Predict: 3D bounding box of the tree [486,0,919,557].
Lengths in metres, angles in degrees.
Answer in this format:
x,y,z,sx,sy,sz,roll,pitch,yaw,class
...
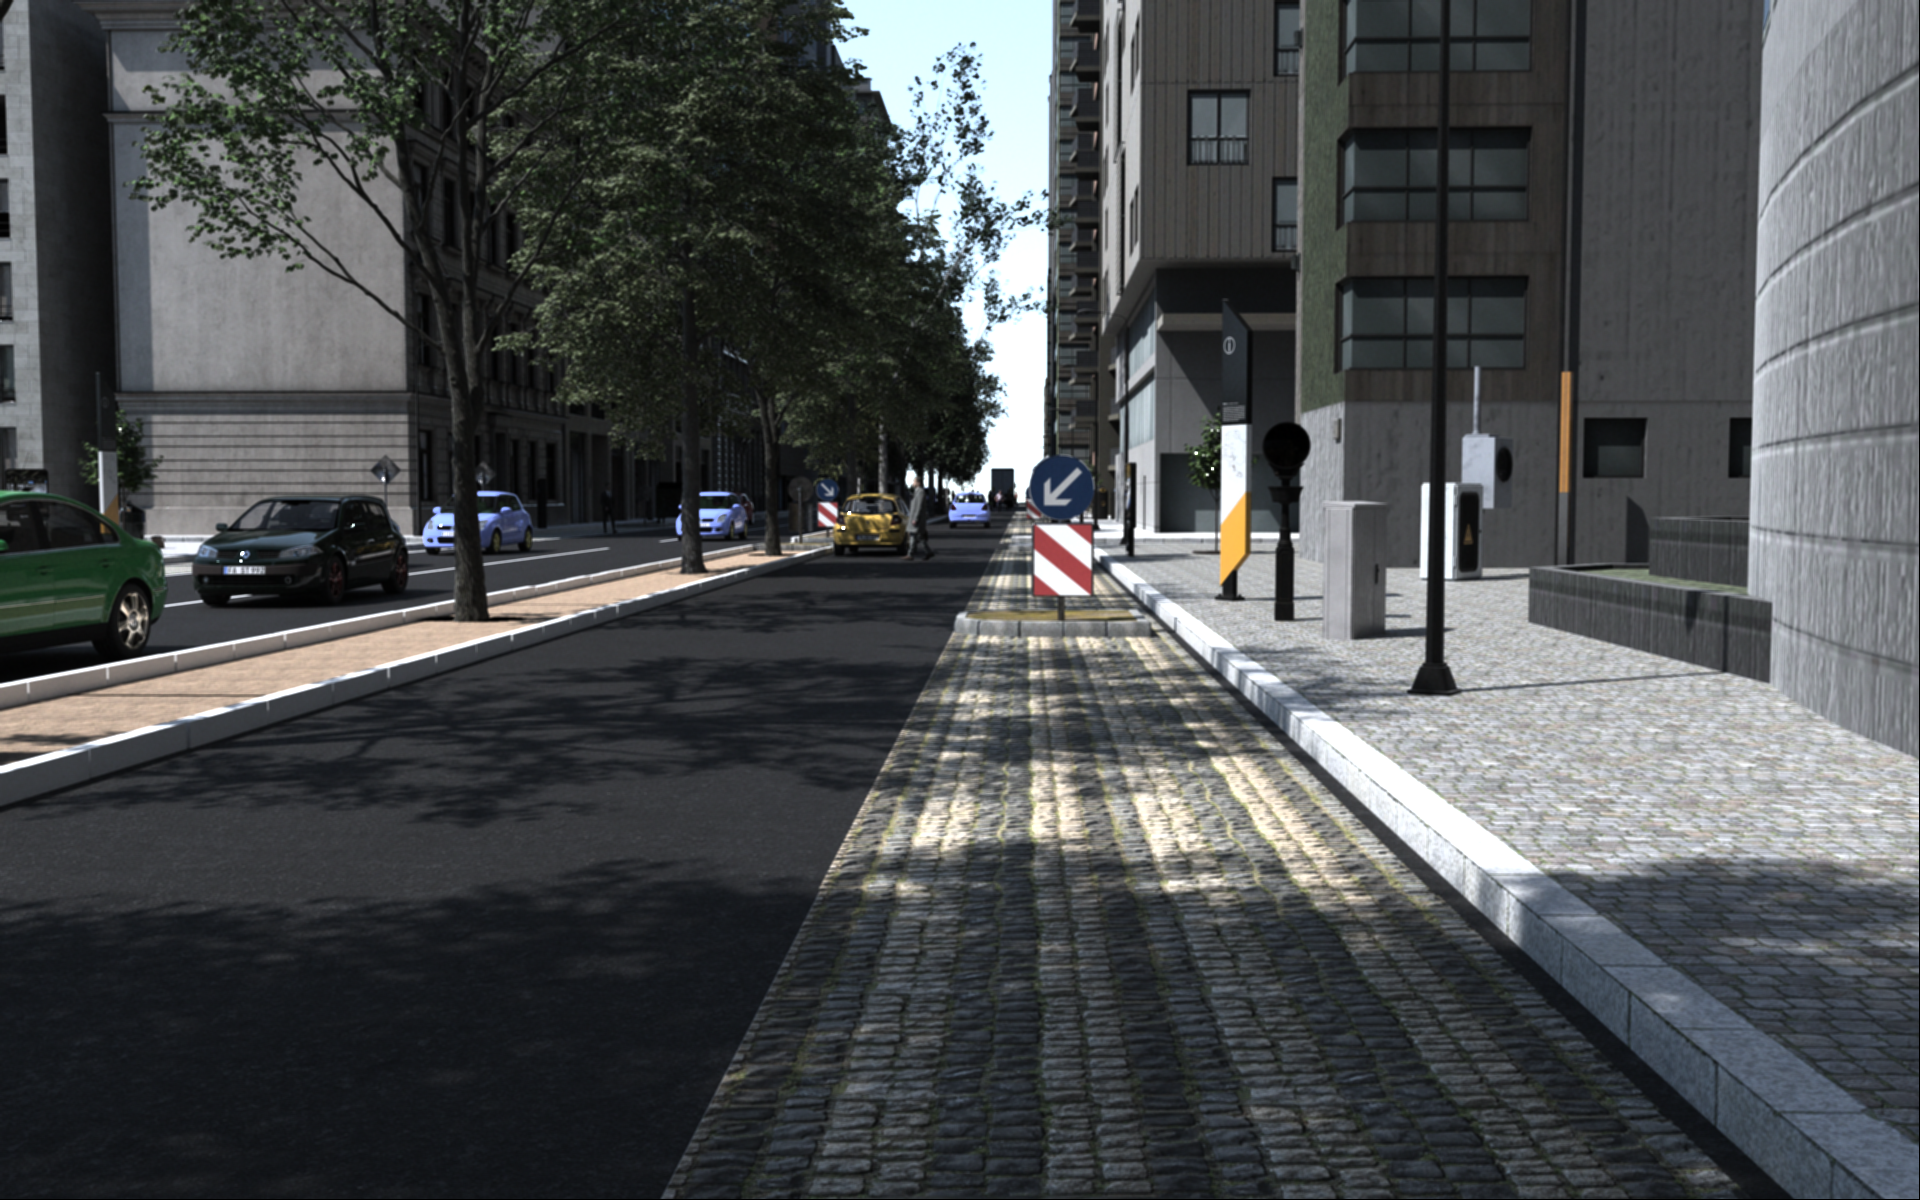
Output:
x,y,z,sx,sy,sz,roll,pitch,yaw,class
-4.419,-6.821,39.740,9.928,11.665,9.643,0,3,0,tree

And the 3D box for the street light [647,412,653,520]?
x,y,z,sx,sy,sz,roll,pitch,yaw,class
-14.642,-6.859,84.689,1.470,5.913,1.316,0,4,2,street light

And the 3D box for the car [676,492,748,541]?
x,y,z,sx,sy,sz,roll,pitch,yaw,class
-7.720,-2.717,54.011,1.945,1.707,3.694,0,4,3,car

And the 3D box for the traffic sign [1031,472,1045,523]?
x,y,z,sx,sy,sz,roll,pitch,yaw,class
2.507,-2.943,51.755,0.795,2.450,0.064,0,4,2,traffic sign

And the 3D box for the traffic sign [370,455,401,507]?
x,y,z,sx,sy,sz,roll,pitch,yaw,class
-14.725,-2.495,44.429,0.795,2.450,0.064,0,4,2,traffic sign

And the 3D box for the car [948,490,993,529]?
x,y,z,sx,sy,sz,roll,pitch,yaw,class
0.431,-3.900,73.362,1.945,1.707,3.694,0,4,2,car

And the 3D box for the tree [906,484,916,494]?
x,y,z,sx,sy,sz,roll,pitch,yaw,class
-8.891,-17.922,287.624,1.663,3.219,1.824,0,3,0,tree

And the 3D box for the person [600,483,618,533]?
x,y,z,sx,sy,sz,roll,pitch,yaw,class
-12.792,-3.361,63.229,0.659,1.850,0.755,-3,4,-38,person

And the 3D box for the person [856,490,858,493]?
x,y,z,sx,sy,sz,roll,pitch,yaw,class
-7.641,-7.361,129.558,1.217,1.736,0.721,0,4,-7,person

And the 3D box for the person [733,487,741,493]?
x,y,z,sx,sy,sz,roll,pitch,yaw,class
-12.648,-5.478,98.042,0.580,1.828,0.573,1,4,17,person

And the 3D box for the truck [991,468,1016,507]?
x,y,z,sx,sy,sz,roll,pitch,yaw,class
4.798,-12.474,192.864,2.839,4.237,11.283,0,4,2,truck

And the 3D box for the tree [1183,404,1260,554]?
x,y,z,sx,sy,sz,roll,pitch,yaw,class
5.658,-2.610,37.279,1.663,3.219,1.824,0,3,0,tree

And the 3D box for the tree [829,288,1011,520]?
x,y,z,sx,sy,sz,roll,pitch,yaw,class
-2.123,-10.626,93.199,9.611,12.733,9.660,0,3,0,tree

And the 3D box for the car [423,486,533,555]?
x,y,z,sx,sy,sz,roll,pitch,yaw,class
-11.708,-1.990,42.121,1.945,1.707,3.694,0,4,4,car

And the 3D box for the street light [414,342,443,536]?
x,y,z,sx,sy,sz,roll,pitch,yaw,class
-15.895,-4.890,52.496,1.470,5.913,1.316,0,4,2,street light

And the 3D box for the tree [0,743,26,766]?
x,y,z,sx,sy,sz,roll,pitch,yaw,class
-5.729,-4.933,8.865,9.928,11.665,9.643,0,3,0,tree

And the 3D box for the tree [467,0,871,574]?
x,y,z,sx,sy,sz,roll,pitch,yaw,class
-4.720,-6.713,30.334,7.486,12.596,7.792,0,3,0,tree

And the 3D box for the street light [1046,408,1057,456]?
x,y,z,sx,sy,sz,roll,pitch,yaw,class
5.577,-7.433,94.066,1.470,5.913,1.316,0,4,2,street light

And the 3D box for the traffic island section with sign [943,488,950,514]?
x,y,z,sx,sy,sz,roll,pitch,yaw,class
-1.064,-7.259,126.818,2.006,1.907,1.989,0,4,2,traffic island section with sign

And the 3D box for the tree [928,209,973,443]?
x,y,z,sx,sy,sz,roll,pitch,yaw,class
-3.462,-8.289,56.106,7.486,12.596,7.792,0,3,0,tree

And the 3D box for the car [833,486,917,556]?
x,y,z,sx,sy,sz,roll,pitch,yaw,class
-1.987,-1.923,41.669,2.015,1.641,3.980,0,4,4,car

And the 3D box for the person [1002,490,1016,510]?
x,y,z,sx,sy,sz,roll,pitch,yaw,class
4.334,-8.925,154.521,1.348,1.812,0.705,-1,4,-15,person

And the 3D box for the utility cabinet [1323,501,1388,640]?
x,y,z,sx,sy,sz,roll,pitch,yaw,class
3.589,-0.277,15.689,0.306,1.237,1.020,2,4,30,utility cabinet

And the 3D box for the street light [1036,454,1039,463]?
x,y,z,sx,sy,sz,roll,pitch,yaw,class
8.456,-12.099,170.355,1.470,5.913,1.316,0,4,2,street light

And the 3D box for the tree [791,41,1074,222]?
x,y,z,sx,sy,sz,roll,pitch,yaw,class
-2.057,-13.053,71.755,12.611,20.169,13.585,0,3,0,tree

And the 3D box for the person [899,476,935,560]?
x,y,z,sx,sy,sz,roll,pitch,yaw,class
-0.932,-1.764,37.437,0.767,1.812,0.694,0,4,-1,person

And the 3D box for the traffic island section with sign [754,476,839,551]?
x,y,z,sx,sy,sz,roll,pitch,yaw,class
-4.163,-2.214,44.330,2.006,1.907,1.989,0,4,2,traffic island section with sign

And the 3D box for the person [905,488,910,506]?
x,y,z,sx,sy,sz,roll,pitch,yaw,class
-3.353,-5.930,105.572,0.709,1.813,0.853,1,4,12,person

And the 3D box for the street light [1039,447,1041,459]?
x,y,z,sx,sy,sz,roll,pitch,yaw,class
7.230,-10.130,138.161,1.470,5.913,1.316,0,4,2,street light

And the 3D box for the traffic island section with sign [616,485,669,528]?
x,y,z,sx,sy,sz,roll,pitch,yaw,class
-13.626,-4.033,74.569,1.989,1.847,2.006,0,4,2,traffic island section with sign

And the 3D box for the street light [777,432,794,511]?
x,y,z,sx,sy,sz,roll,pitch,yaw,class
-12.976,-9.556,128.783,1.470,5.913,1.316,0,4,2,street light

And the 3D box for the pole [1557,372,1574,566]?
x,y,z,sx,sy,sz,roll,pitch,yaw,class
10.134,-2.149,28.983,0.158,3.312,0.155,0,3,0,pole

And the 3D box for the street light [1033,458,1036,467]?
x,y,z,sx,sy,sz,roll,pitch,yaw,class
9.615,-14.079,202.734,1.470,5.913,1.316,0,4,2,street light

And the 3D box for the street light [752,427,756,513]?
x,y,z,sx,sy,sz,roll,pitch,yaw,class
-13.457,-8.828,116.884,1.470,5.913,1.316,0,4,2,street light

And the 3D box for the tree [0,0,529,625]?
x,y,z,sx,sy,sz,roll,pitch,yaw,class
-5.599,-5.568,19.248,9.928,11.665,9.643,0,3,0,tree

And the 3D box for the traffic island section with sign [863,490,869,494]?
x,y,z,sx,sy,sz,roll,pitch,yaw,class
-9.691,-10.445,179.399,1.989,1.847,2.006,0,4,2,traffic island section with sign

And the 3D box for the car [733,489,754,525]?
x,y,z,sx,sy,sz,roll,pitch,yaw,class
-10.602,-4.306,79.450,2.155,1.783,4.494,0,4,3,car

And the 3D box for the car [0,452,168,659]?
x,y,z,sx,sy,sz,roll,pitch,yaw,class
-8.120,-0.301,13.721,1.959,1.807,4.718,0,4,2,car

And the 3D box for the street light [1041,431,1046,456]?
x,y,z,sx,sy,sz,roll,pitch,yaw,class
6.850,-9.432,126.755,1.470,5.913,1.316,0,4,2,street light

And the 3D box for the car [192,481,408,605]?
x,y,z,sx,sy,sz,roll,pitch,yaw,class
-8.920,-0.848,23.656,2.009,1.686,4.222,0,4,0,car

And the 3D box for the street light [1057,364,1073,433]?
x,y,z,sx,sy,sz,roll,pitch,yaw,class
4.319,-5.464,61.873,1.470,5.913,1.316,0,4,2,street light

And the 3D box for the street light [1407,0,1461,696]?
x,y,z,sx,sy,sz,roll,pitch,yaw,class
2.521,-2.354,11.033,1.470,5.913,1.316,0,4,2,street light

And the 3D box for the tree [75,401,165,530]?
x,y,z,sx,sy,sz,roll,pitch,yaw,class
-17.231,-2.526,35.897,1.663,3.219,1.824,0,3,0,tree

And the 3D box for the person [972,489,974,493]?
x,y,z,sx,sy,sz,roll,pitch,yaw,class
1.031,-7.836,136.621,1.348,1.824,0.705,0,4,1,person

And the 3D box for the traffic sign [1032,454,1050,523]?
x,y,z,sx,sy,sz,roll,pitch,yaw,class
2.207,-2.455,43.775,0.795,2.450,0.064,0,4,2,traffic sign

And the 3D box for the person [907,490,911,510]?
x,y,z,sx,sy,sz,roll,pitch,yaw,class
-3.952,-7.421,130.504,0.551,1.740,0.621,1,4,16,person

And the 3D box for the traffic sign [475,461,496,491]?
x,y,z,sx,sy,sz,roll,pitch,yaw,class
-14.425,-2.983,52.409,0.795,2.450,0.064,0,4,2,traffic sign

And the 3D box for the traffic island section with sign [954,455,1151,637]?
x,y,z,sx,sy,sz,roll,pitch,yaw,class
0.948,-0.585,18.185,1.989,1.847,2.006,0,4,2,traffic island section with sign

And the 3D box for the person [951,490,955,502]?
x,y,z,sx,sy,sz,roll,pitch,yaw,class
-0.641,-9.706,167.125,0.705,1.831,1.348,1,4,9,person

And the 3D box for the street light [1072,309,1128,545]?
x,y,z,sx,sy,sz,roll,pitch,yaw,class
3.656,-4.350,43.669,1.470,5.913,1.316,0,4,2,street light

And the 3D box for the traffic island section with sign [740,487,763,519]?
x,y,z,sx,sy,sz,roll,pitch,yaw,class
-12.612,-5.681,101.505,1.989,1.847,2.006,0,4,2,traffic island section with sign

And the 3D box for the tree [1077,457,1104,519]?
x,y,z,sx,sy,sz,roll,pitch,yaw,class
6.446,-5.812,89.622,1.663,3.219,1.824,0,3,0,tree

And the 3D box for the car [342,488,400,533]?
x,y,z,sx,sy,sz,roll,pitch,yaw,class
-12.050,-1.418,32.979,2.009,1.686,4.222,0,4,1,car

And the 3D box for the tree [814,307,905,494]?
x,y,z,sx,sy,sz,roll,pitch,yaw,class
-3.683,-6.705,62.439,4.737,8.622,4.395,0,3,0,tree

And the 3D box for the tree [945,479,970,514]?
x,y,z,sx,sy,sz,roll,pitch,yaw,class
-0.906,-10.558,125.437,4.360,8.622,3.978,0,3,0,tree

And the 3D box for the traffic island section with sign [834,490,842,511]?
x,y,z,sx,sy,sz,roll,pitch,yaw,class
-10.716,-8.763,151.905,1.989,1.847,2.006,0,4,2,traffic island section with sign
